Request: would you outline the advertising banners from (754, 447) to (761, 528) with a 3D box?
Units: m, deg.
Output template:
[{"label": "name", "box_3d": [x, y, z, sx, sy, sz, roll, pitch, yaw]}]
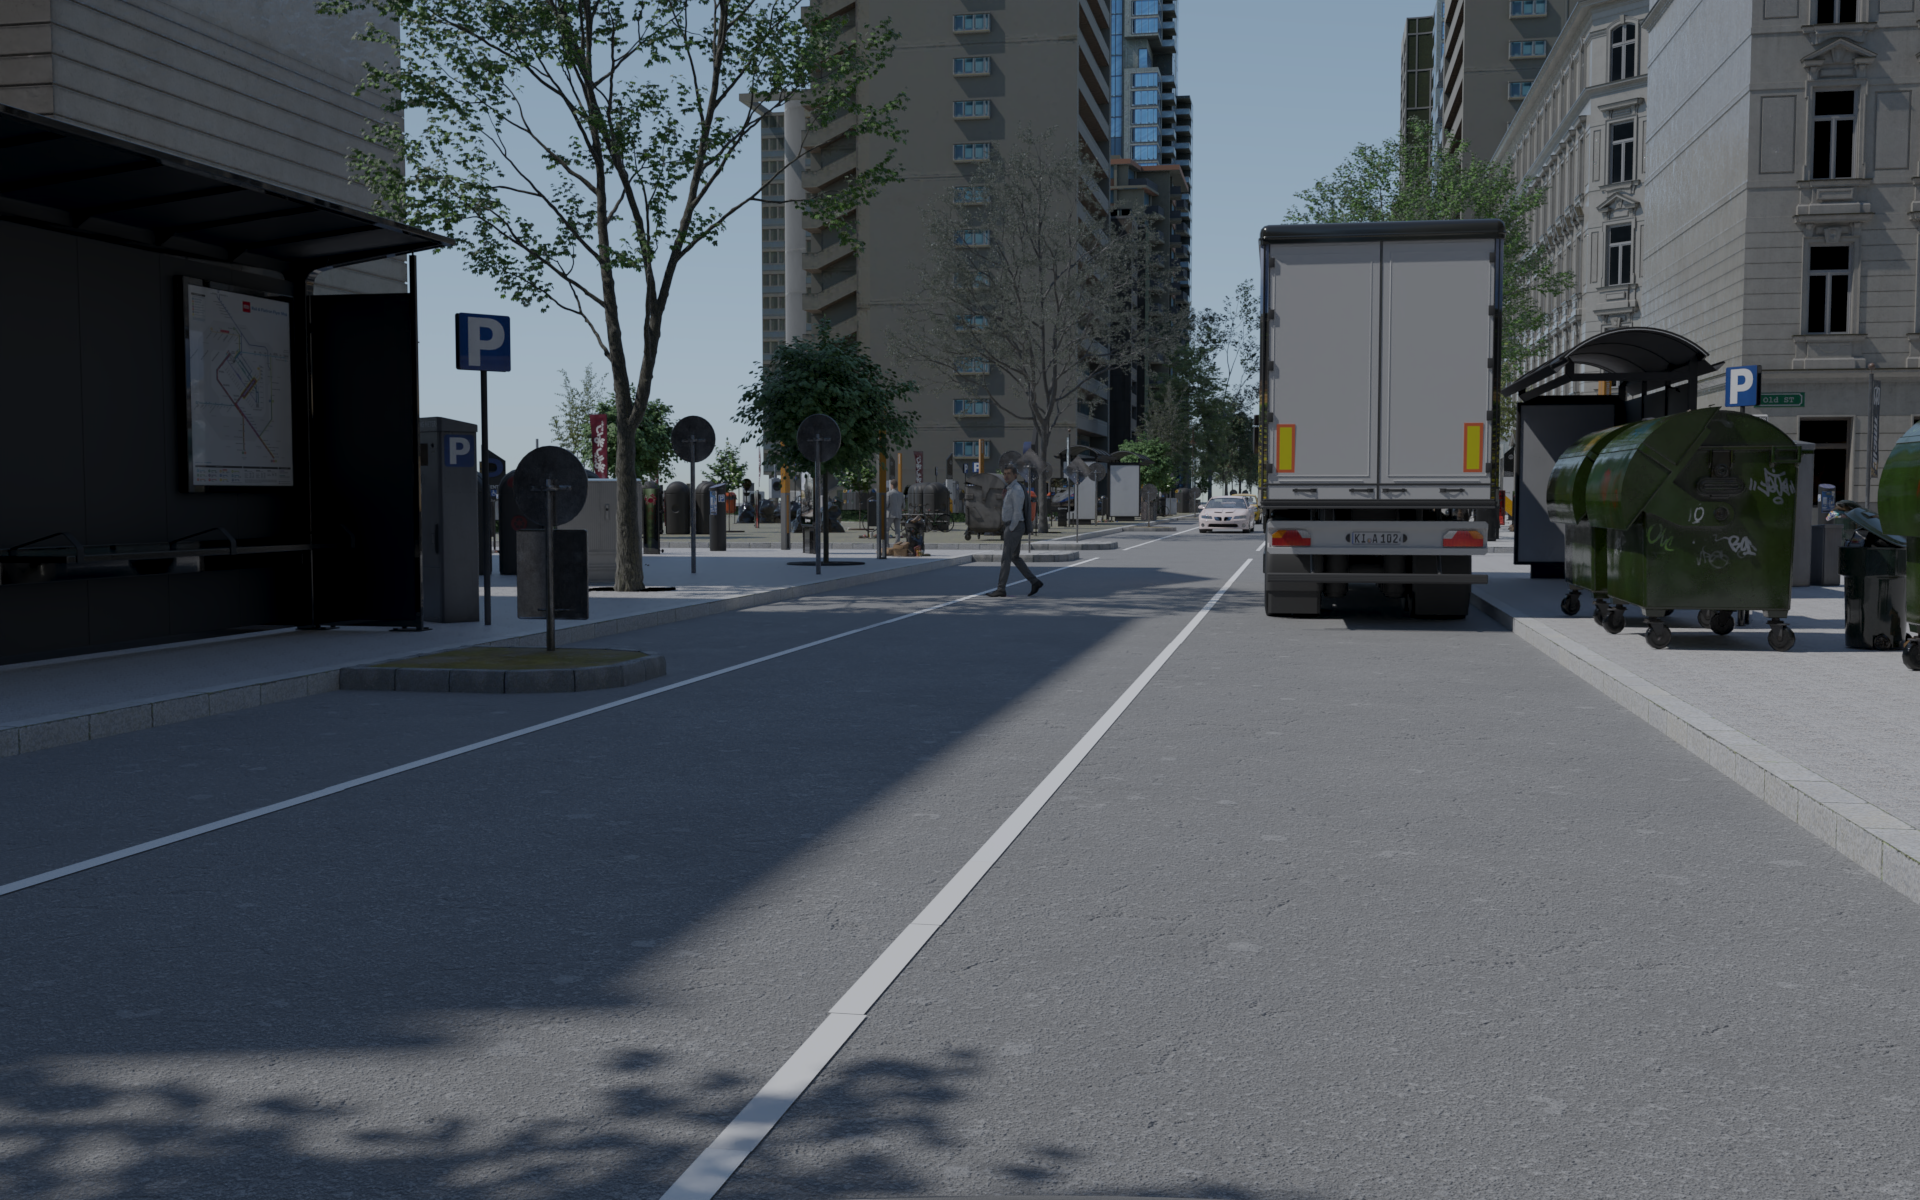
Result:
[{"label": "advertising banners", "box_3d": [-7.609, -4.212, 65.048, 0.090, 3.025, 2.074, -1, 4, -12]}]

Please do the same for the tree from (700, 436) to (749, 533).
[{"label": "tree", "box_3d": [-7.877, -3.879, 58.024, 1.663, 3.219, 1.824, 0, 3, 0]}]

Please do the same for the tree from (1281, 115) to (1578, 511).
[{"label": "tree", "box_3d": [13.150, -7.533, 48.927, 9.928, 11.665, 9.643, 0, 3, 0]}]

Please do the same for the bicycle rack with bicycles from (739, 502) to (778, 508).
[{"label": "bicycle rack with bicycles", "box_3d": [-10.932, -5.032, 95.647, 2.852, 0.926, 2.925, 1, 4, 10]}]

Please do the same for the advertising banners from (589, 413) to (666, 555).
[{"label": "advertising banners", "box_3d": [-7.171, -2.505, 37.149, 2.074, 3.025, 0.090, 2, 4, 32]}]

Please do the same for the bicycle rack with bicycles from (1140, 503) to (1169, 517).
[{"label": "bicycle rack with bicycles", "box_3d": [10.219, -5.089, 96.587, 2.925, 0.926, 2.852, 1, 4, 11]}]

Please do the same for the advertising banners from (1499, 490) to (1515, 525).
[{"label": "advertising banners", "box_3d": [22.202, -4.586, 71.162, 2.074, 3.025, 0.090, 2, 4, 34]}]

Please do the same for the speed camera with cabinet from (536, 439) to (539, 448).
[{"label": "speed camera with cabinet", "box_3d": [-14.432, -4.150, 62.189, 2.038, 3.252, 0.660, 0, 4, -2]}]

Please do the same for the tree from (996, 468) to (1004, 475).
[{"label": "tree", "box_3d": [2.789, -7.216, 112.575, 1.663, 3.219, 1.824, 0, 3, 0]}]

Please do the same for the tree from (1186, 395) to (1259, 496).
[{"label": "tree", "box_3d": [29.841, -16.957, 194.256, 9.611, 12.733, 9.660, 0, 3, 0]}]

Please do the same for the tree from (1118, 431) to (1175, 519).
[{"label": "tree", "box_3d": [9.665, -6.510, 90.157, 4.285, 4.588, 4.351, 0, 3, 0]}]

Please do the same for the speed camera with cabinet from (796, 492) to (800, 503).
[{"label": "speed camera with cabinet", "box_3d": [-10.344, -7.537, 117.559, 0.660, 3.252, 2.038, 2, 4, 26]}]

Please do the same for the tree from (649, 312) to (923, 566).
[{"label": "tree", "box_3d": [-2.516, -2.924, 31.525, 4.285, 4.588, 4.351, 0, 3, 0]}]

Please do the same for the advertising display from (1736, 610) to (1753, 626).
[{"label": "advertising display", "box_3d": [7.800, -0.730, 17.157, 0.123, 1.923, 0.974, 2, 4, 29]}]

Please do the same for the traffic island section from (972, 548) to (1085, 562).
[{"label": "traffic island section", "box_3d": [1.494, -0.949, 37.801, 2.009, 0.180, 2.903, 1, 4, 11]}]

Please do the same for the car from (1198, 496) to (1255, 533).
[{"label": "car", "box_3d": [10.019, -3.211, 64.857, 2.083, 1.381, 4.827, 1, 4, 13]}]

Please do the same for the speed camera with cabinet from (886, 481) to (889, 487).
[{"label": "speed camera with cabinet", "box_3d": [-4.725, -7.723, 120.600, 0.660, 3.252, 2.038, 1, 4, 18]}]

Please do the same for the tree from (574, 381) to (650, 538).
[{"label": "tree", "box_3d": [-9.518, -4.083, 50.466, 4.285, 4.588, 4.351, 0, 3, 0]}]

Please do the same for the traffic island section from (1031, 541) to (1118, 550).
[{"label": "traffic island section", "box_3d": [3.067, -1.428, 45.631, 2.009, 0.180, 2.903, 1, 4, 11]}]

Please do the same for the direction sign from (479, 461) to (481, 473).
[{"label": "direction sign", "box_3d": [-33.070, -7.822, 119.881, 0.379, 3.537, 0.876, 0, 4, 7]}]

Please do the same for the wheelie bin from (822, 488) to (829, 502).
[{"label": "wheelie bin", "box_3d": [-7.090, -4.974, 89.227, 0.693, 1.594, 0.980, -1, 4, -15]}]

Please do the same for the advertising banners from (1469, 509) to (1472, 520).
[{"label": "advertising banners", "box_3d": [24.314, -5.484, 85.847, 2.074, 3.025, 0.090, 2, 4, 23]}]

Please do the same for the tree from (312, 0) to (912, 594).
[{"label": "tree", "box_3d": [-4.285, -5.930, 22.707, 9.928, 11.665, 9.643, 0, 3, 0]}]

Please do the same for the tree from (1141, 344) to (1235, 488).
[{"label": "tree", "box_3d": [17.334, -13.045, 131.418, 7.486, 12.596, 7.792, 0, 3, 0]}]

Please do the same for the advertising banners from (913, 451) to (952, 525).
[{"label": "advertising banners", "box_3d": [-1.130, -4.576, 71.001, 2.074, 3.025, 0.090, -3, 5, -42]}]

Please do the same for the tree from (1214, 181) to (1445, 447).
[{"label": "tree", "box_3d": [24.154, -15.316, 106.305, 12.611, 20.169, 13.585, 0, 3, 0]}]

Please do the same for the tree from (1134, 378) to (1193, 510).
[{"label": "tree", "box_3d": [12.818, -9.789, 110.406, 4.360, 8.622, 3.978, 0, 3, 0]}]

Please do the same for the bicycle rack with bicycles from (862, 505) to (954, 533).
[{"label": "bicycle rack with bicycles", "box_3d": [-1.487, -2.752, 58.380, 2.925, 0.926, 2.852, 2, 4, 26]}]

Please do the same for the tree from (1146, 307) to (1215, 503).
[{"label": "tree", "box_3d": [22.969, -18.164, 152.867, 12.611, 20.169, 13.585, 0, 3, 0]}]

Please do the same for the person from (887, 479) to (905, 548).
[{"label": "person", "box_3d": [-1.713, -2.125, 43.444, 0.606, 1.804, 0.583, -3, 5, -40]}]

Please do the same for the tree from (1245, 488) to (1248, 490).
[{"label": "tree", "box_3d": [45.575, -19.598, 270.780, 4.737, 8.622, 4.395, 0, 3, 0]}]

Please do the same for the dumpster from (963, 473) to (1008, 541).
[{"label": "dumpster", "box_3d": [0.830, -2.595, 48.189, 1.264, 1.857, 1.865, 1, 4, 11]}]

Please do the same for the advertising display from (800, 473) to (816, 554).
[{"label": "advertising display", "box_3d": [-3.240, -1.959, 37.248, 0.123, 1.923, 0.974, -1, 4, -21]}]

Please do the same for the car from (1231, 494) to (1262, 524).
[{"label": "car", "box_3d": [13.587, -4.456, 83.072, 2.015, 1.641, 3.980, 1, 4, 12]}]

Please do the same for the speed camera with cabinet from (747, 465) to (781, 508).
[{"label": "speed camera with cabinet", "box_3d": [-11.143, -6.376, 98.588, 2.038, 3.252, 0.660, -1, 4, -20]}]

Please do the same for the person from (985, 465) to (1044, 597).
[{"label": "person", "box_3d": [0.752, -0.951, 24.156, 0.850, 1.850, 0.679, -1, 4, -9]}]

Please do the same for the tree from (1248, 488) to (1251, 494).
[{"label": "tree", "box_3d": [43.107, -18.818, 258.041, 4.360, 8.622, 3.978, 0, 3, 0]}]

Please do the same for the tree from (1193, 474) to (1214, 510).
[{"label": "tree", "box_3d": [20.164, -9.144, 144.104, 1.663, 3.219, 1.824, 0, 3, 0]}]

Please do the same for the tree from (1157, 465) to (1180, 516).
[{"label": "tree", "box_3d": [11.995, -6.569, 102.011, 1.663, 3.219, 1.824, 0, 3, 0]}]

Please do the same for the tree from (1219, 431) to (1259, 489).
[{"label": "tree", "box_3d": [33.898, -17.113, 214.203, 8.767, 10.594, 7.601, 2, 4, 30]}]

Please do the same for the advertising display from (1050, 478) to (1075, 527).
[{"label": "advertising display", "box_3d": [4.035, -3.853, 68.207, 0.974, 1.923, 0.123, 0, 4, 2]}]

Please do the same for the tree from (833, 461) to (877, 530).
[{"label": "tree", "box_3d": [-3.589, -4.109, 61.791, 1.663, 3.219, 1.824, 0, 3, 0]}]

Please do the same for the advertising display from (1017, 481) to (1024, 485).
[{"label": "advertising display", "box_3d": [3.243, -4.905, 85.406, 0.974, 1.923, 0.123, 1, 4, 23]}]

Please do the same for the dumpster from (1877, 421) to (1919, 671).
[{"label": "dumpster", "box_3d": [7.279, -0.560, 11.645, 1.502, 2.255, 1.985, 1, 4, 11]}]

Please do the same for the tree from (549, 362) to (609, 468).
[{"label": "tree", "box_3d": [-21.310, -8.993, 97.393, 4.737, 8.622, 4.395, 0, 3, 0]}]

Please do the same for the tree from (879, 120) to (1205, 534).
[{"label": "tree", "box_3d": [2.724, -8.942, 56.569, 12.009, 13.543, 11.850, 0, 3, 0]}]

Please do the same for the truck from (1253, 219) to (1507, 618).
[{"label": "truck", "box_3d": [5.327, -2.107, 23.371, 2.839, 4.237, 11.283, 1, 4, 10]}]

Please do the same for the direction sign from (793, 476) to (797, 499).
[{"label": "direction sign", "box_3d": [-9.743, -6.749, 102.337, 0.379, 3.537, 0.876, -1, 4, -16]}]
